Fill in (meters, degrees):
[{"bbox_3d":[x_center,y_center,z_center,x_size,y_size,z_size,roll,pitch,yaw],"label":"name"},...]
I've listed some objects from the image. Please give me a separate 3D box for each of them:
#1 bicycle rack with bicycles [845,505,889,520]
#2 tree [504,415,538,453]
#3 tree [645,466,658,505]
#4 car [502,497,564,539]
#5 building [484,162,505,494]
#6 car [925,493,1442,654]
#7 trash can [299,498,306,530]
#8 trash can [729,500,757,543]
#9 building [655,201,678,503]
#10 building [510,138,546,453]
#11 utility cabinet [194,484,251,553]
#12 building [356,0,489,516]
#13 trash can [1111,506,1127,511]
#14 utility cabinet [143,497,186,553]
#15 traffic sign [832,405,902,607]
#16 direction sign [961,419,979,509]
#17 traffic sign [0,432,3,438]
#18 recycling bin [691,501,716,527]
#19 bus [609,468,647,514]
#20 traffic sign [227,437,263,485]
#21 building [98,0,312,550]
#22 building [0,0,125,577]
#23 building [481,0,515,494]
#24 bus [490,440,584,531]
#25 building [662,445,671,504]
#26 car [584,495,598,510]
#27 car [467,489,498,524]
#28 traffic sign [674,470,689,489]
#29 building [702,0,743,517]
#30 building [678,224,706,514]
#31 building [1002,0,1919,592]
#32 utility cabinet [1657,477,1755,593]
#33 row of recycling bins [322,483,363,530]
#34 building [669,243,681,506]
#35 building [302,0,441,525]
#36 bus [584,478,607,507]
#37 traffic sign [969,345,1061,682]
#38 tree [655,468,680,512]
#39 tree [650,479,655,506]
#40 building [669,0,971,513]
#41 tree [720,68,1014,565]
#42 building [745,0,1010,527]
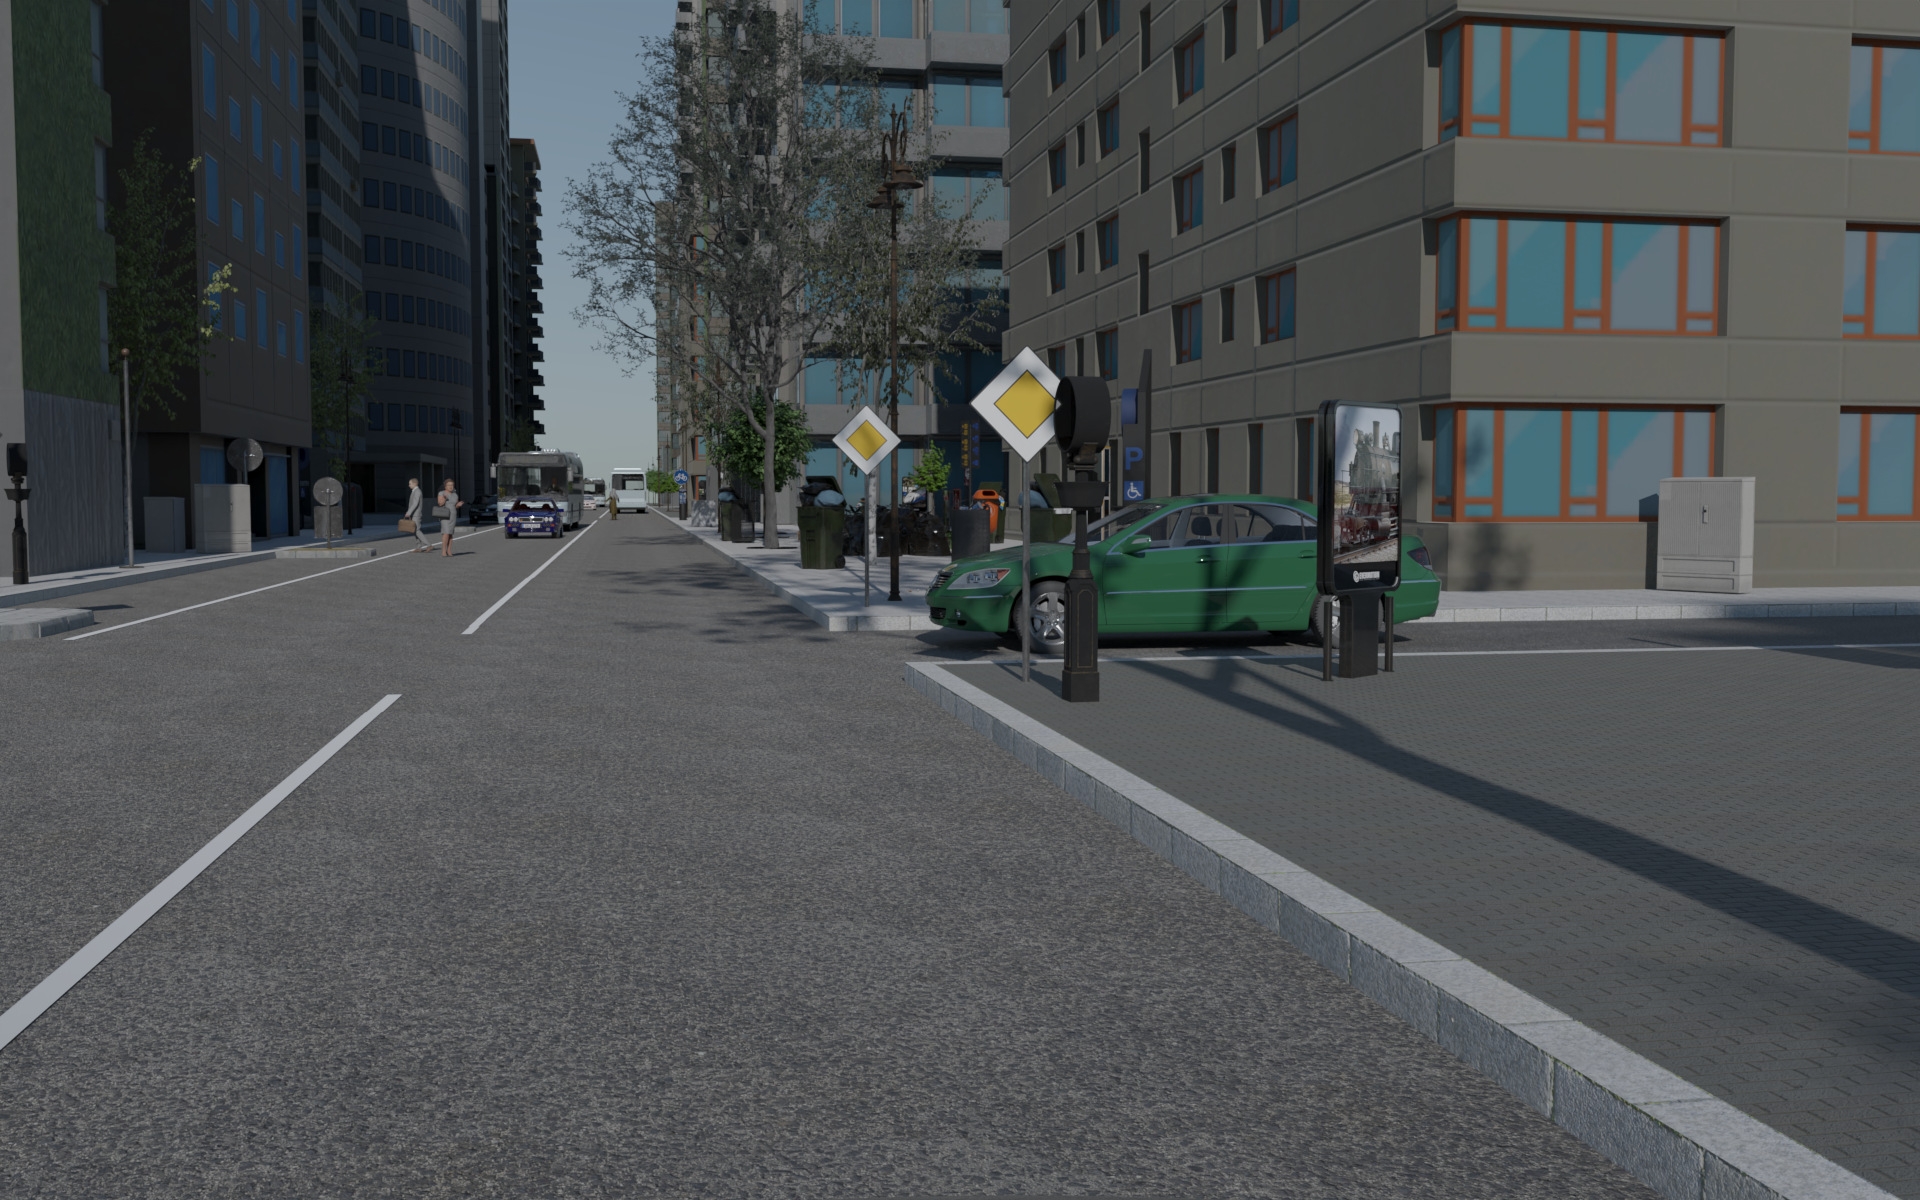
[{"bbox_3d":[-3.152,-2.659,56.862,2.925,0.926,2.852,3,5,43],"label":"bicycle rack with bicycles"},{"bbox_3d":[-40.446,-12.717,158.286,4.737,8.622,4.395,0,3,0],"label":"tree"},{"bbox_3d":[-35.112,-13.166,198.969,4.285,4.588,4.351,0,3,0],"label":"tree"},{"bbox_3d":[-13.933,-2.698,56.689,1.945,1.354,3.894,-1,4,-11],"label":"car"},{"bbox_3d":[-45.807,-22.784,144.225,14.160,30.474,14.107,-1,4,-11],"label":"building"},{"bbox_3d":[2.109,-0.293,16.596,4.920,1.459,2.131,-1,4,-10],"label":"car"},{"bbox_3d":[-23.744,-3.069,61.833,0.748,1.137,0.748,0,3,0],"label":"trash can"},{"bbox_3d":[-5.669,-2.057,45.283,0.748,1.137,0.748,0,3,0],"label":"trash can"},{"bbox_3d":[-35.784,-34.305,244.478,14.154,41.232,14.086,-1,4,-11],"label":"building"},{"bbox_3d":[-61.360,-33.773,206.807,22.147,44.769,28.867,-1,4,-11],"label":"building"},{"bbox_3d":[-15.984,-1.768,37.580,0.318,1.500,1.173,2,4,30],"label":"utility cabinet"},{"bbox_3d":[-40.110,-34.251,102.007,21.231,58.520,28.212,-1,4,-11],"label":"building"},{"bbox_3d":[2.208,-0.574,21.036,0.748,1.137,0.748,0,3,0],"label":"trash can"},{"bbox_3d":[-17.422,-1.639,37.953,1.020,1.237,0.306,2,4,30],"label":"utility cabinet"},{"bbox_3d":[-1.058,-0.977,19.613,0.795,2.450,0.064,-1,4,-11],"label":"traffic sign"},{"bbox_3d":[0.314,-3.724,52.882,0.379,3.537,0.876,-3,4,-37],"label":"direction sign"},{"bbox_3d":[-10.288,-0.870,17.868,0.795,2.450,0.064,-1,4,-11],"label":"traffic sign"},{"bbox_3d":[-9.983,-3.356,67.429,0.722,1.027,0.722,-3,4,-39],"label":"recycling bin"},{"bbox_3d":[-24.932,-8.272,130.108,2.948,3.499,13.247,-1,4,-11],"label":"bus"},{"bbox_3d":[-16.105,-2.381,39.040,0.768,2.556,0.104,-1,4,-11],"label":"traffic sign"},{"bbox_3d":[-25.449,-24.092,44.013,14.600,45.320,14.200,-1,4,-11],"label":"building"},{"bbox_3d":[-20.936,-20.728,22.497,14.154,41.232,14.086,-1,4,-11],"label":"building"},{"bbox_3d":[-55.781,-45.485,181.926,20.563,71.187,20.611,-1,4,-11],"label":"building"},{"bbox_3d":[-16.768,-4.576,69.684,2.948,3.499,13.247,-1,4,-9],"label":"bus"},{"bbox_3d":[-26.973,-55.609,221.871,22.319,86.520,31.000,-1,4,-11],"label":"building"},{"bbox_3d":[-33.234,-8.646,153.716,2.083,1.381,4.827,-1,4,-12],"label":"car"},{"bbox_3d":[-22.665,-4.501,83.376,2.009,1.686,4.222,-1,4,-12],"label":"car"},{"bbox_3d":[-14.545,-5.522,90.386,0.768,2.556,0.104,-1,4,-10],"label":"traffic sign"},{"bbox_3d":[-8.222,-25.635,102.733,14.154,41.232,14.086,-1,4,-11],"label":"building"},{"bbox_3d":[-6.014,-17.160,125.599,27.650,21.520,28.899,-1,4,-11],"label":"building"},{"bbox_3d":[17.998,-11.825,38.386,28.899,21.520,27.650,-1,4,-11],"label":"building"},{"bbox_3d":[9.702,-0.850,22.572,0.318,1.500,1.173,-2,4,-34],"label":"utility cabinet"},{"bbox_3d":[-22.656,-3.446,63.451,1.069,1.692,3.534,-1,4,-8],"label":"row of recycling bins"},{"bbox_3d":[-26.491,-26.242,200.752,14.160,30.474,14.107,-1,4,-11],"label":"building"},{"bbox_3d":[-39.728,-23.418,74.761,32.217,40.220,23.993,-1,4,-11],"label":"building"},{"bbox_3d":[-40.169,-11.926,189.849,2.948,3.499,13.247,-1,4,-11],"label":"bus"},{"bbox_3d":[0.448,-0.497,11.771,0.795,2.450,0.064,-1,4,-11],"label":"traffic sign"},{"bbox_3d":[-21.178,-8.085,126.784,1.663,3.219,1.824,0,3,0],"label":"tree"},{"bbox_3d":[-33.305,-11.962,190.185,1.663,3.219,1.824,0,3,0],"label":"tree"},{"bbox_3d":[-13.857,-32.673,153.810,23.786,49.044,30.456,-1,4,-11],"label":"building"},{"bbox_3d":[-1.392,-4.940,31.137,4.360,8.622,3.978,0,3,0],"label":"tree"},{"bbox_3d":[0.744,-28.177,80.300,23.786,49.044,30.456,-1,4,-11],"label":"building"}]
